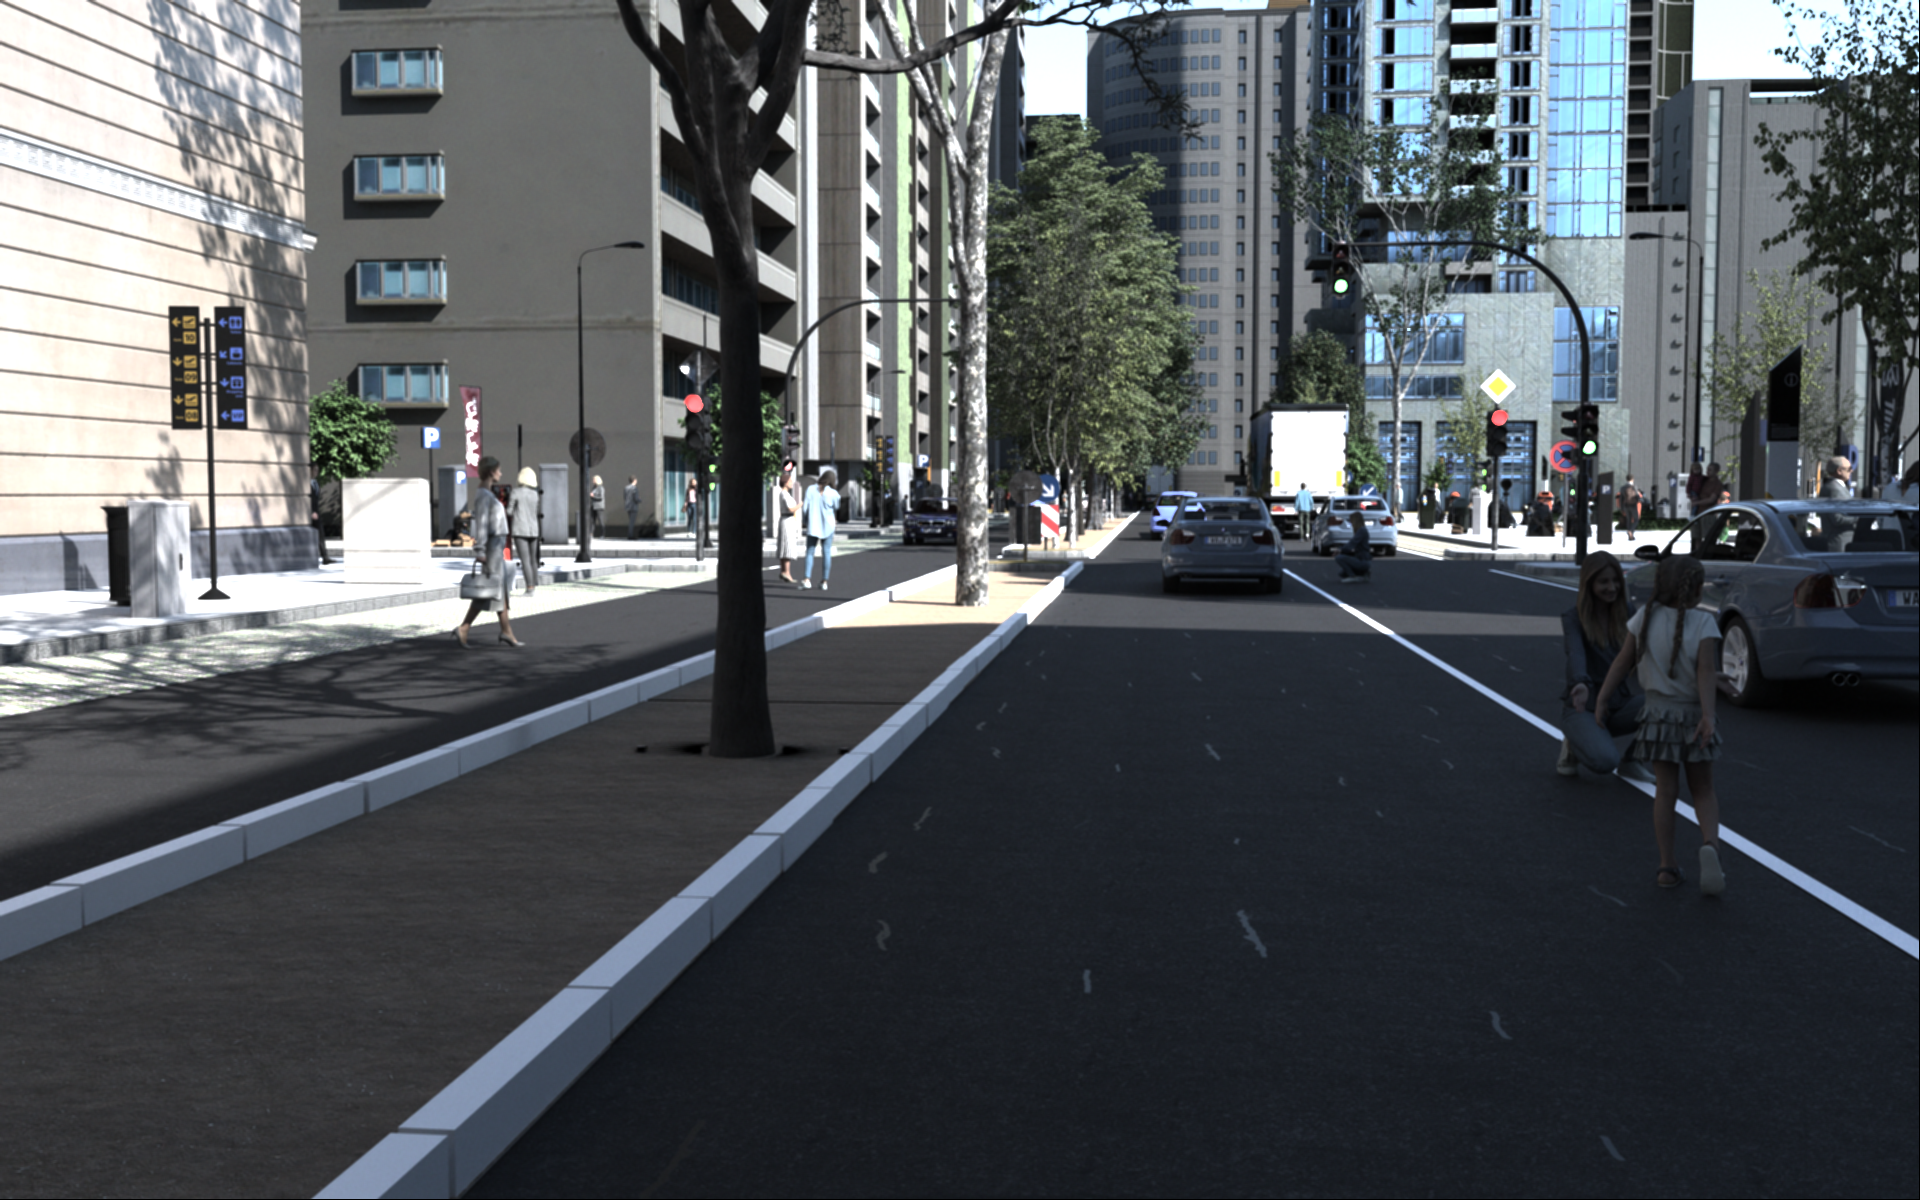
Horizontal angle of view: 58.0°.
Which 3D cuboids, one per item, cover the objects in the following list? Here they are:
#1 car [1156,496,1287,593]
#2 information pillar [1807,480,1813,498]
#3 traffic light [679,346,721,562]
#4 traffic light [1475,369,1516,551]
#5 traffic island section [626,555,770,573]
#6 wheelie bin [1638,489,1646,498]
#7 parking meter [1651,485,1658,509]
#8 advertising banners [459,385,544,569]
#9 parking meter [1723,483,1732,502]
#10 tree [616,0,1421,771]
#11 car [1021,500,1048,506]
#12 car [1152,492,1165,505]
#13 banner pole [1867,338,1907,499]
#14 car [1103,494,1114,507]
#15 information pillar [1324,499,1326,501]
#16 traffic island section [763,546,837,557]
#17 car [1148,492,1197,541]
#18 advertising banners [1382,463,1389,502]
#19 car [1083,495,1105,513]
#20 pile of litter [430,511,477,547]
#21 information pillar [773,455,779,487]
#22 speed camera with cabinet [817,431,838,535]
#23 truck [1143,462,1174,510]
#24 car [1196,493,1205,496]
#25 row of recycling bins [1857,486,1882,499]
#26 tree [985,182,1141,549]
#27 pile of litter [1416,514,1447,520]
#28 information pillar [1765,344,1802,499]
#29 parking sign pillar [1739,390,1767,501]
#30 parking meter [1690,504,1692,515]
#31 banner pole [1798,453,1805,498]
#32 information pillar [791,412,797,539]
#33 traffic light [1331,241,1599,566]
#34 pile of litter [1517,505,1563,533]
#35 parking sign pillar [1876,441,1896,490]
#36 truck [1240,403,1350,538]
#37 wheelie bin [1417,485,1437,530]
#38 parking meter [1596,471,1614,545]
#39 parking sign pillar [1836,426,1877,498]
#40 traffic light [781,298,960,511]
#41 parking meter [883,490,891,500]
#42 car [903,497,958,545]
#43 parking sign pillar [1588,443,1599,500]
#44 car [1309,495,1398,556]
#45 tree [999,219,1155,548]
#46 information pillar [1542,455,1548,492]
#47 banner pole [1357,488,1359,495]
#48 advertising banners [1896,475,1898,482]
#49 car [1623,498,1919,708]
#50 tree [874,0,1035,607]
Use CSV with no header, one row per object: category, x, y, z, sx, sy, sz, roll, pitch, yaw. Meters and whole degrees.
car,3.992,-0.885,26.478,2.014,1.417,4.499,0,4,8
information pillar,44.407,-5.254,90.397,0.304,2.012,0.304,0,4,-3
traffic light,-4.927,-2.685,32.817,0.839,4.253,0.868,0,4,6
traffic light,12.036,-3.060,38.946,0.839,4.253,0.868,0,4,6
traffic island section,-4.965,-0.653,32.956,2.009,0.180,2.903,0,4,6
wheelie bin,42.158,-6.092,107.517,0.693,1.594,0.980,2,4,30
parking meter,44.519,-6.441,111.013,0.255,1.863,0.399,-1,4,-23
advertising banners,-7.622,-1.997,28.845,0.090,3.025,2.074,2,4,24
parking meter,40.078,-5.186,90.509,0.255,1.863,0.399,-1,4,-11
tree,-1.181,-5.878,8.940,12.009,13.543,11.850,0,3,0
car,5.272,-6.882,122.113,1.945,1.707,3.694,0,4,6
car,16.798,-8.077,142.279,2.015,1.641,3.980,0,4,7
banner pole,14.736,-2.305,27.701,0.401,3.779,0.863,-1,4,-10
car,15.266,-10.032,176.022,2.014,1.417,4.499,0,4,5
information pillar,22.353,-6.175,105.451,0.304,2.012,0.304,0,4,7
traffic island section,-4.062,-1.138,40.890,2.009,0.180,2.903,0,4,6
car,6.880,-2.745,54.471,1.945,1.707,3.694,1,4,8
advertising banners,24.001,-6.207,97.679,0.090,3.025,2.074,0,4,6
car,10.152,-7.379,133.004,2.083,1.381,4.827,0,4,6
pile of litter,-12.280,-1.731,42.270,1.719,0.858,1.176,3,5,40
information pillar,-6.522,-4.290,61.500,0.183,3.616,0.504,-1,4,-23
speed camera with cabinet,-4.338,-3.731,55.344,0.660,3.252,2.038,-1,4,-11
truck,18.166,-10.352,158.175,2.839,4.237,11.283,0,4,6
car,22.269,-9.316,161.904,1.945,1.707,3.694,0,4,5
row of recycling bins,43.227,-4.548,81.466,3.534,1.692,1.069,0,4,-6
tree,2.254,-5.381,40.796,4.360,8.622,3.978,0,3,0
pile of litter,23.276,-4.376,85.505,1.719,0.858,1.176,0,4,-2
information pillar,12.927,-2.192,27.198,0.504,3.616,0.183,0,3,0
parking sign pillar,20.975,-3.501,45.721,1.447,3.967,1.447,1,4,10
parking meter,34.436,-4.667,82.021,0.399,1.863,0.255,1,4,9
banner pole,50.626,-6.995,104.378,0.863,3.779,0.401,-1,4,-17
information pillar,-4.768,-3.557,49.517,0.183,3.616,0.504,0,4,0
traffic light,9.044,-3.452,31.106,4.771,5.953,1.251,0,4,6
pile of litter,19.542,-2.662,57.485,1.719,0.858,1.176,-2,4,-28
parking sign pillar,46.488,-6.038,87.189,1.447,3.967,1.447,0,4,-7
truck,11.306,-4.299,59.206,2.839,4.237,11.283,0,4,5
wheelie bin,16.910,-3.352,62.710,0.693,1.594,0.980,1,4,9
parking meter,16.305,-2.331,43.825,0.399,1.863,0.255,1,4,13
parking sign pillar,35.141,-4.902,68.625,1.447,3.967,1.447,-3,5,-45
traffic light,-1.935,-4.029,40.550,4.771,5.953,1.251,0,4,6
parking meter,-3.398,-4.428,80.801,0.372,1.533,0.369,0,3,0
car,-0.607,-2.273,49.740,1.945,1.354,3.894,0,4,6
parking sign pillar,32.902,-6.224,90.239,1.447,3.967,1.447,2,4,33
car,9.357,-1.787,41.222,2.014,1.417,4.499,0,4,8
tree,2.982,-5.661,45.383,4.737,8.622,4.395,0,3,0
information pillar,34.789,-6.835,103.105,0.183,3.616,0.504,-1,4,-12
banner pole,24.487,-7.129,106.569,0.401,3.779,0.863,0,4,3
advertising banners,57.803,-6.876,108.612,2.074,3.025,0.090,2,4,31
car,6.181,-0.051,12.838,2.014,1.417,4.499,0,4,5
tree,-0.956,-10.039,22.481,12.611,20.169,13.585,0,3,0
